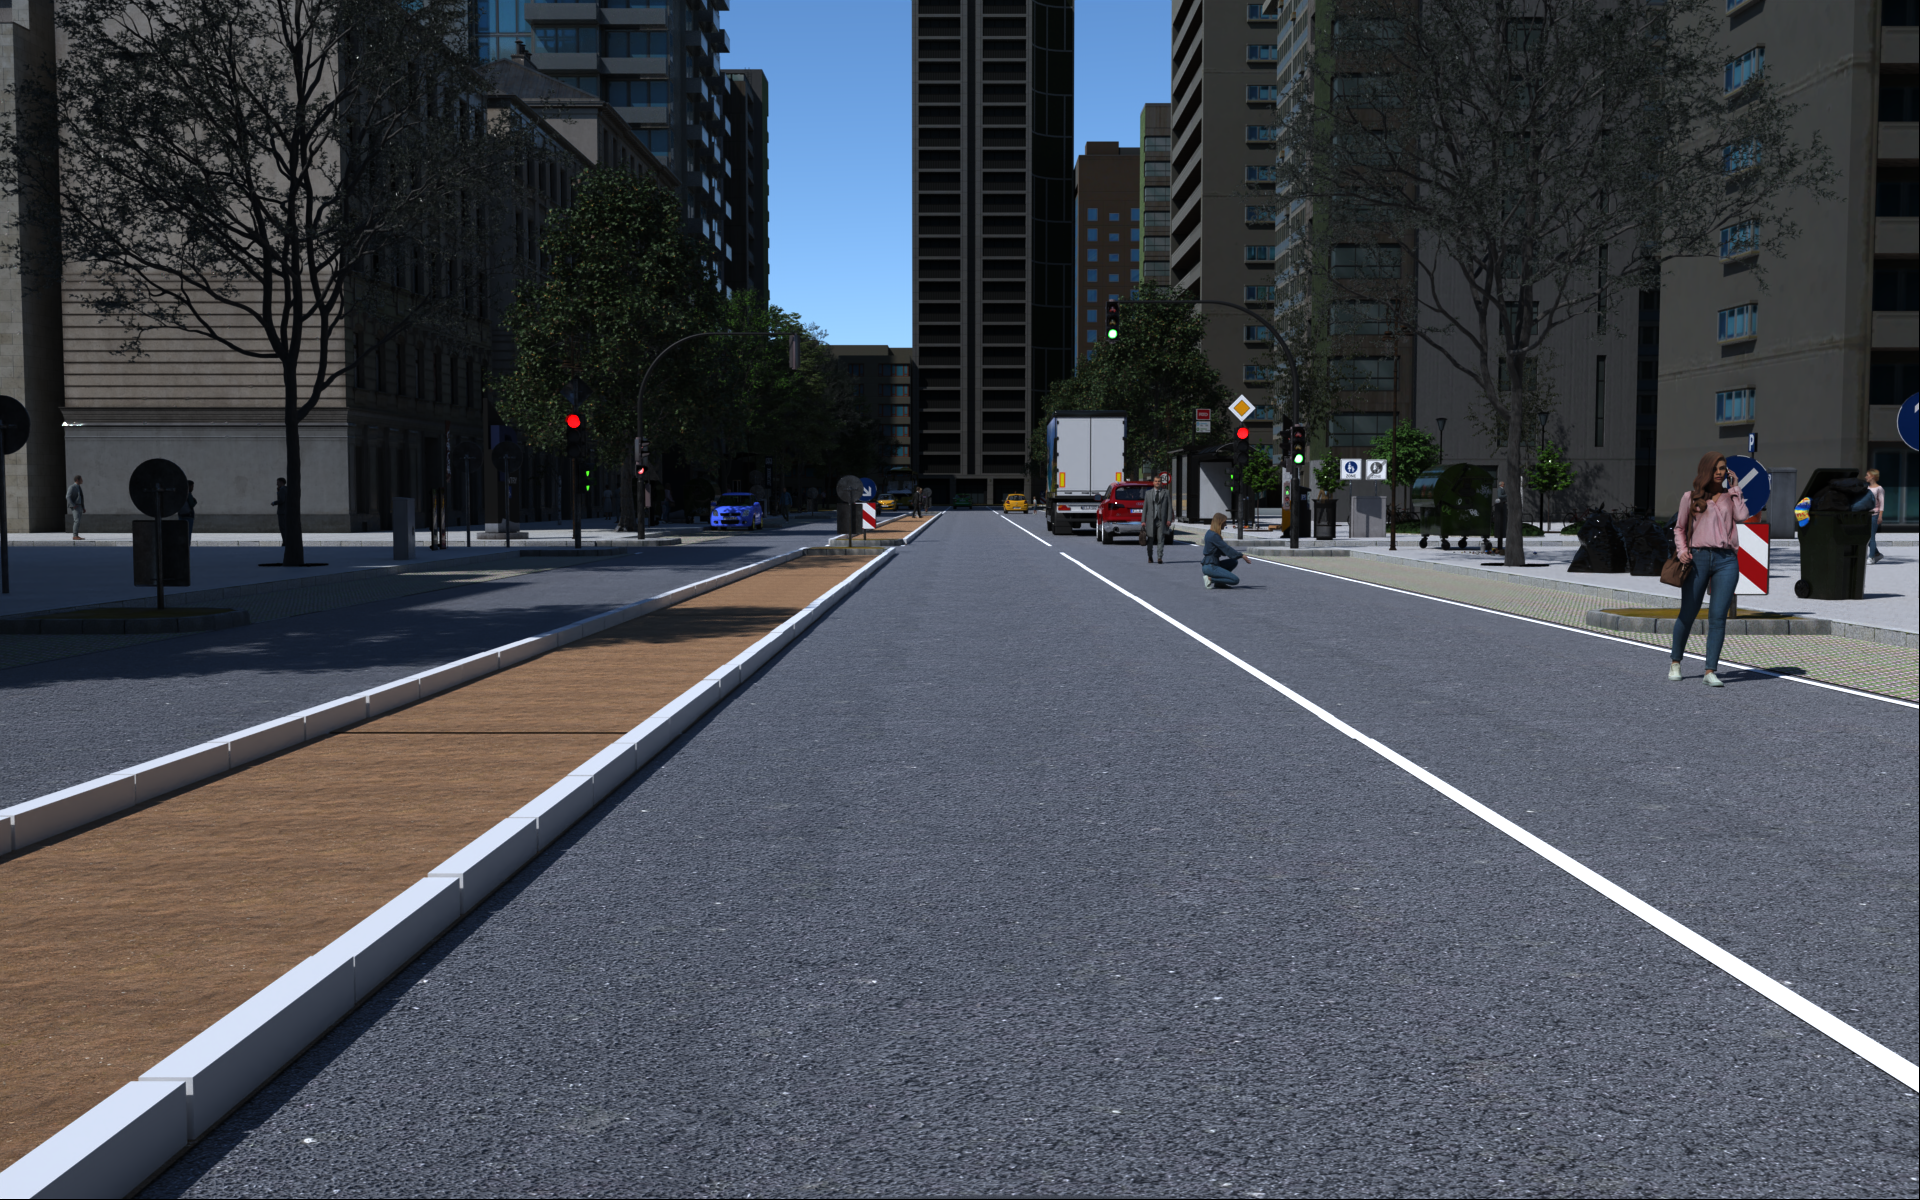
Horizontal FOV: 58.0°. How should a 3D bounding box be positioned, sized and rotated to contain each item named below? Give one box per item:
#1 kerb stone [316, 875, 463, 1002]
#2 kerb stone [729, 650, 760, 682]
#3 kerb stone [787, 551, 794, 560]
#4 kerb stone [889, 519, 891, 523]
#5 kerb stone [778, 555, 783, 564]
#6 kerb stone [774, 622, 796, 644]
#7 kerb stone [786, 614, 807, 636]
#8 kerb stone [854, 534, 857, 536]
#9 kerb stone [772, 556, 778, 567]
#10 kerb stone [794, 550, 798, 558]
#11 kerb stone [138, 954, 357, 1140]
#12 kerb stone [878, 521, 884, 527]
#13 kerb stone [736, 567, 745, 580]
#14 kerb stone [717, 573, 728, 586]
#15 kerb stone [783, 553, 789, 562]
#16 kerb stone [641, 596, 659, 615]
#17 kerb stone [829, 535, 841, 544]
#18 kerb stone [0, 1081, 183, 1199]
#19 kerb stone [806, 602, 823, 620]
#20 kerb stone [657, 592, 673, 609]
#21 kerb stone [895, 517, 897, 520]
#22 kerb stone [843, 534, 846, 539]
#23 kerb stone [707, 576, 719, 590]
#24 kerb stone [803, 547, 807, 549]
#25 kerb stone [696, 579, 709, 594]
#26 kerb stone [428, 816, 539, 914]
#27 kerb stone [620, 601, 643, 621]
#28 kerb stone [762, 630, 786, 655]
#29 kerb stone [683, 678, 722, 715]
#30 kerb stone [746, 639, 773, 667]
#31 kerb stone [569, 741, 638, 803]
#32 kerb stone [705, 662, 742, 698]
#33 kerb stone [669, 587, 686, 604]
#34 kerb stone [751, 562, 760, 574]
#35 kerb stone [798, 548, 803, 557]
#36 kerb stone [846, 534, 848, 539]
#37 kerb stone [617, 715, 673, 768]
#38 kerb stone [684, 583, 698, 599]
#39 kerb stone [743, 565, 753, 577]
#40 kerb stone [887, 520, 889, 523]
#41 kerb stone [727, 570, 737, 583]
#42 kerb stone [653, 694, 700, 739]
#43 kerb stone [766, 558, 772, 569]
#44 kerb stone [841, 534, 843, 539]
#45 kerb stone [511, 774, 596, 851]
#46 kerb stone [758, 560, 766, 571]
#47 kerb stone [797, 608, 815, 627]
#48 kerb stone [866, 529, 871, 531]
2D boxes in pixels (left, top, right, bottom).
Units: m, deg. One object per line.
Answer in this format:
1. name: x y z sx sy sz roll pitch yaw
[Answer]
1. kerb stone: -1.746 1.039 5.334 0.120 0.150 1.000 0 4 0
2. kerb stone: -1.706 0.530 13.532 0.120 0.150 1.000 0 4 0
3. kerb stone: -3.723 -0.905 37.145 0.120 0.150 1.000 0 4 0
4. kerb stone: -3.566 -3.767 83.790 0.120 0.150 1.000 0 4 0
5. kerb stone: -3.742 -0.785 35.098 0.120 0.150 1.000 0 4 0
6. kerb stone: -1.704 0.343 16.601 0.120 0.150 1.000 0 4 0
7. kerb stone: -1.694 0.279 17.633 0.120 0.150 1.000 0 4 0
8. kerb stone: -3.649 -2.190 58.127 0.120 0.150 1.000 0 4 0
9. kerb stone: -3.742 -0.726 34.067 0.120 0.150 1.000 0 4 0
10. kerb stone: -3.726 -0.977 38.175 0.120 0.150 1.000 0 4 0
11. kerb stone: -1.745 1.094 4.312 0.120 0.150 1.000 0 4 0
12. kerb stone: -3.583 -3.390 77.620 0.120 0.150 1.000 0 4 0
13. kerb stone: -3.760 -0.413 28.951 0.120 0.150 1.000 0 4 0
14. kerb stone: -3.766 -0.287 26.907 0.120 0.150 1.000 0 4 0
15. kerb stone: -3.739 -0.852 36.120 0.120 0.150 1.000 0 4 0
16. kerb stone: -3.784 0.090 20.745 0.120 0.150 1.000 0 4 0
17. kerb stone: -3.674 -1.753 50.958 0.120 0.150 1.000 0 4 0
18. kerb stone: -1.753 1.156 3.288 0.120 0.150 1.000 0 4 0
19. kerb stone: -1.690 0.157 19.682 0.120 0.150 1.000 0 4 0
20. kerb stone: -3.784 0.032 21.771 0.120 0.150 1.000 0 4 0
21. kerb stone: -3.543 -4.206 90.958 0.120 0.150 1.000 0 4 0
22. kerb stone: -3.674 -1.883 53.011 0.120 0.150 1.000 0 4 0
23. kerb stone: -3.772 -0.221 25.885 0.120 0.150 1.000 0 4 0
24. kerb stone: -3.714 -1.092 40.220 0.120 0.150 1.000 0 4 0
25. kerb stone: -3.775 -0.163 24.858 0.120 0.150 1.000 0 4 0
26. kerb stone: -1.739 0.969 6.360 0.120 0.150 1.000 0 4 0
27. kerb stone: -3.789 0.151 19.723 0.120 0.150 1.000 0 4 0
28. kerb stone: -1.703 0.411 15.577 0.120 0.150 1.000 0 4 0
29. kerb stone: -1.727 0.661 11.479 0.120 0.150 1.000 0 4 0
30. kerb stone: -1.705 0.467 14.554 0.120 0.150 1.000 0 4 0
31. kerb stone: -1.732 0.843 8.411 0.120 0.150 1.000 0 4 0
32. kerb stone: -1.719 0.592 12.510 0.120 0.150 1.000 0 4 0
33. kerb stone: -3.782 -0.035 22.808 0.120 0.150 1.000 0 4 0
34. kerb stone: -3.749 -0.535 31.001 0.120 0.150 1.000 0 4 0
35. kerb stone: -3.724 -1.034 39.198 0.120 0.150 1.000 0 4 0
36. kerb stone: -3.670 -1.947 54.035 0.120 0.150 1.000 0 4 0
37. kerb stone: -1.726 0.781 9.433 0.120 0.150 1.000 0 4 0
38. kerb stone: -3.782 -0.097 23.830 0.120 0.150 1.000 0 4 0
39. kerb stone: -3.757 -0.475 29.979 0.120 0.150 1.000 0 4 0
40. kerb stone: -3.568 -3.641 81.723 0.120 0.150 1.000 0 4 0
41. kerb stone: -3.760 -0.345 27.929 0.120 0.150 1.000 0 4 0
42. kerb stone: -1.724 0.719 10.456 0.120 0.150 1.000 0 4 0
43. kerb stone: -3.743 -0.664 33.045 0.120 0.150 1.000 0 4 0
44. kerb stone: -3.679 -1.822 51.980 0.120 0.150 1.000 0 4 0
45. kerb stone: -1.734 0.908 7.390 0.120 0.150 1.000 0 4 0
46. kerb stone: -3.748 -0.599 32.022 0.120 0.150 1.000 0 4 0
47. kerb stone: -1.697 0.224 18.656 0.120 0.150 1.000 0 4 0
48. kerb stone: -3.616 -2.762 67.363 0.120 0.150 1.000 0 4 0
